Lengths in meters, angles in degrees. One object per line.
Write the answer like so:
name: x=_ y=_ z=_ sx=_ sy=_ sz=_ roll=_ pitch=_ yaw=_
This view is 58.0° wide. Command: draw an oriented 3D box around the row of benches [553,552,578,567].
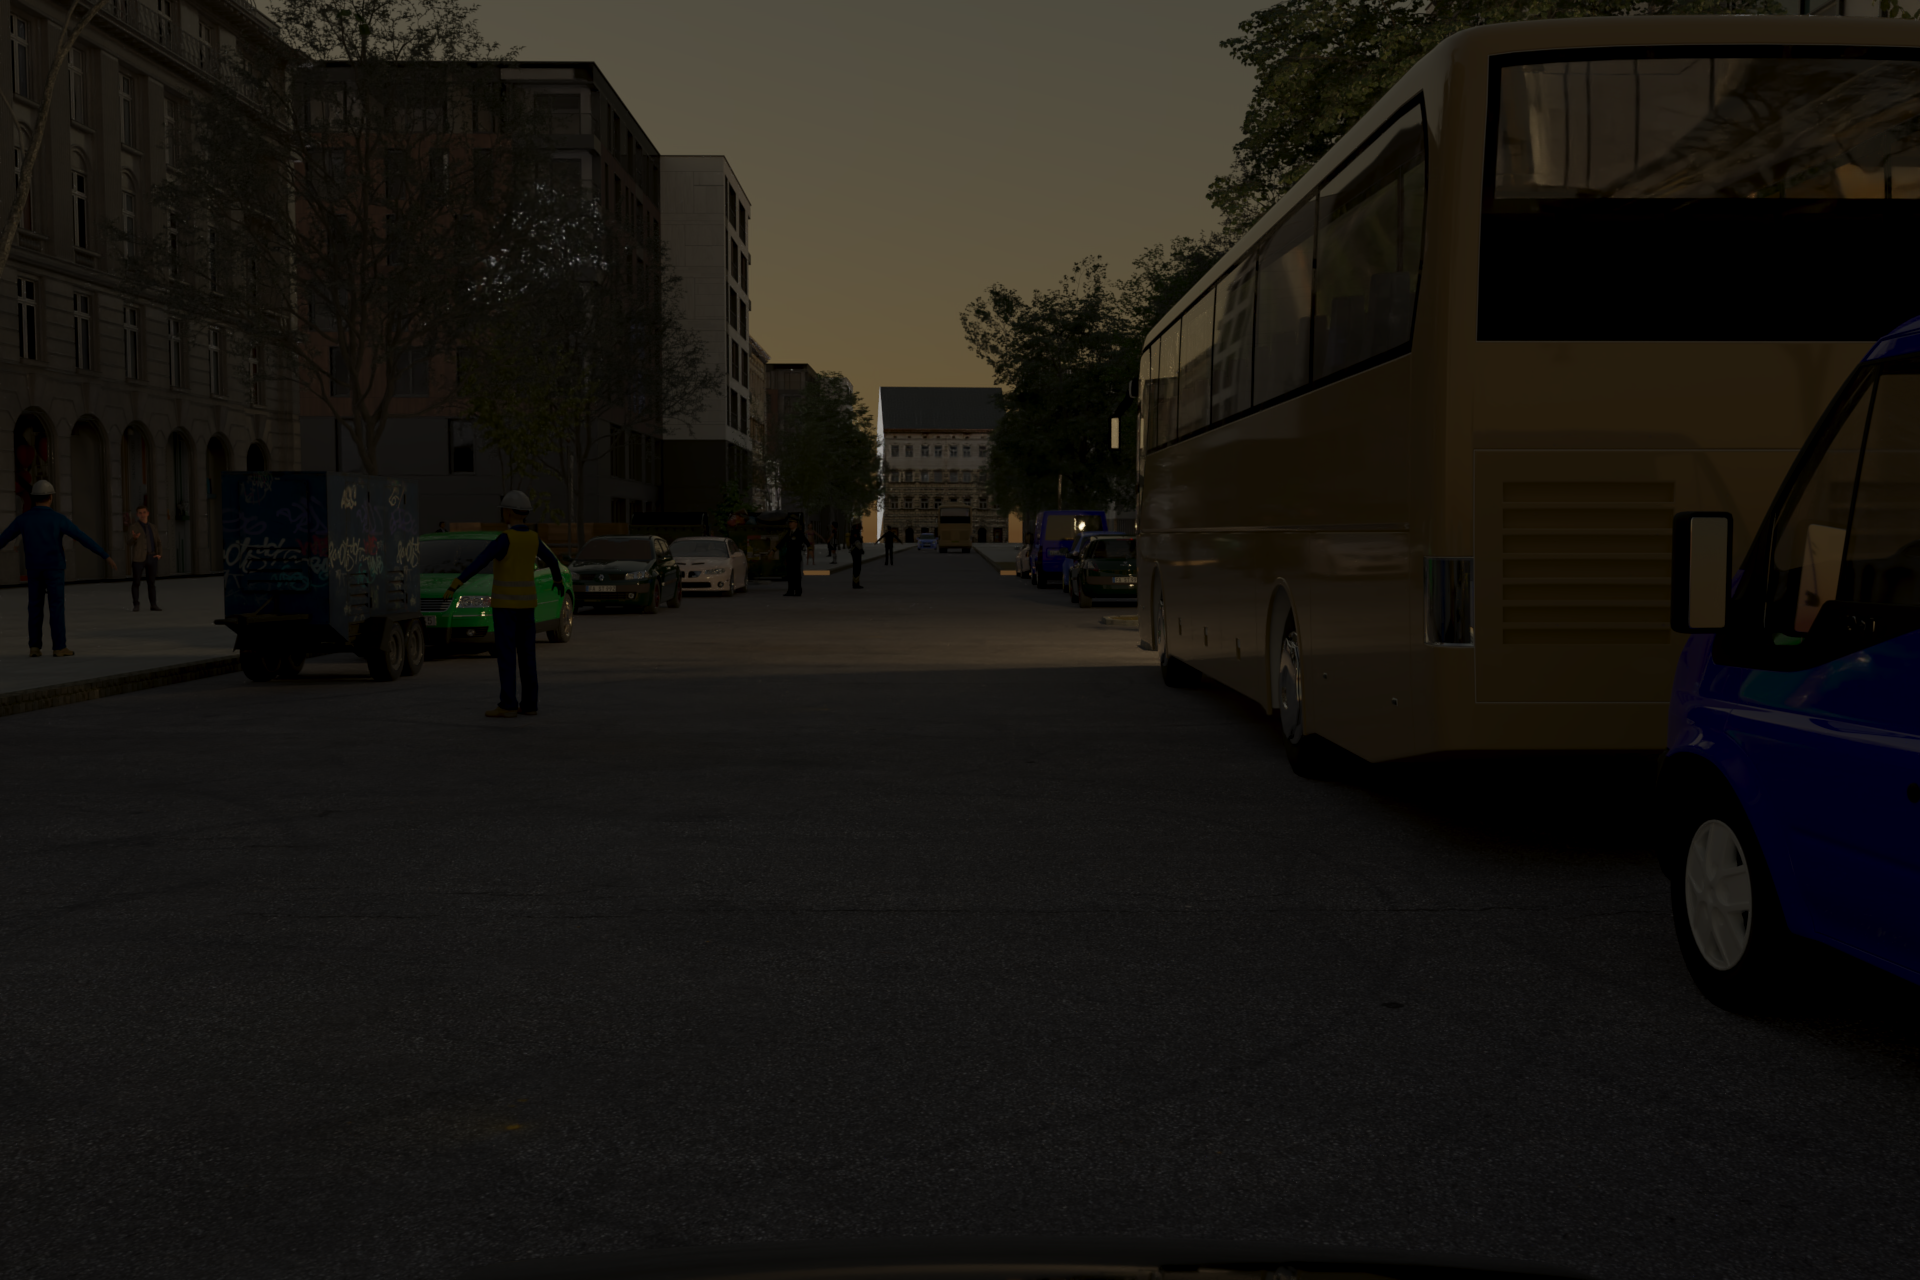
row of benches: x=-15.009 y=-2.849 z=62.042 sx=4.104 sy=0.672 sz=1.422 roll=1 pitch=4 yaw=18

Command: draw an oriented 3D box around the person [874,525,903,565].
person: x=-3.253 y=-4.341 z=79.360 sx=1.347 sy=1.837 sz=0.705 roll=-1 pitch=4 yaw=-13

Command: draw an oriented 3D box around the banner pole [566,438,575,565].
banner pole: x=-10.186 y=-3.385 z=45.360 sx=0.401 sy=3.779 sz=0.863 roll=0 pitch=3 yaw=0

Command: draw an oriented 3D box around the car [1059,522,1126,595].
car: x=3.357 y=-1.942 z=41.344 sx=1.945 sy=1.707 sz=3.694 roll=0 pitch=4 yaw=0

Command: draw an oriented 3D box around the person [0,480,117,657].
person: x=-9.564 y=-0.749 z=18.130 sx=1.347 sy=1.842 sz=0.705 roll=0 pitch=4 yaw=-7

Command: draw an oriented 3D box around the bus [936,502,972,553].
bus: x=-0.432 y=-8.668 z=133.275 sx=2.896 sy=3.916 sz=12.252 roll=0 pitch=4 yaw=-1

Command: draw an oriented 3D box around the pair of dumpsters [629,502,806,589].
pair of dumpsters: x=-6.193 y=-2.409 z=44.336 sx=4.436 sy=2.255 sz=1.574 roll=0 pitch=4 yaw=0

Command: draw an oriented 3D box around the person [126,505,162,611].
person: x=-13.447 y=-1.350 z=28.651 sx=0.617 sy=1.759 sz=0.750 roll=-3 pitch=5 yaw=-40

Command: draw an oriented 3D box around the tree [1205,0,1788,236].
tree: x=8.785 y=-7.470 z=28.782 sx=9.857 sy=13.997 sz=8.962 roll=0 pitch=3 yaw=0

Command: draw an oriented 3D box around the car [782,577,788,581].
car: x=-6.037 y=-2.771 z=54.104 sx=1.959 sy=1.807 sz=4.718 roll=0 pitch=3 yaw=0

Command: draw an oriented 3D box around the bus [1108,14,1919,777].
bus: x=3.126 y=-1.314 z=13.029 sx=2.896 sy=3.916 sz=12.252 roll=0 pitch=4 yaw=0

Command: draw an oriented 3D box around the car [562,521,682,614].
car: x=-6.277 y=-1.373 z=32.237 sx=2.009 sy=1.686 sz=4.222 roll=0 pitch=4 yaw=0

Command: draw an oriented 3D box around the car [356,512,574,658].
car: x=-6.054 y=-0.774 z=21.455 sx=1.959 sy=1.807 sz=4.718 roll=0 pitch=4 yaw=0

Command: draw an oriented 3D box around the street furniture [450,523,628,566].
street furniture: x=-16.689 y=-3.907 z=70.727 sx=11.010 sy=1.723 sz=9.812 roll=3 pitch=4 yaw=36

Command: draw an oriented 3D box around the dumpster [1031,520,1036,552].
dumpster: x=3.066 y=-2.658 z=51.669 sx=1.865 sy=1.857 sz=1.264 roll=0 pitch=3 yaw=0

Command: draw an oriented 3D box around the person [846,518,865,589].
person: x=-2.680 y=-2.277 z=45.470 sx=0.705 sy=1.856 sz=1.354 roll=0 pitch=4 yaw=-8

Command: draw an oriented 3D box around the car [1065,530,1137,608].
car: x=3.158 y=-1.537 z=34.915 sx=2.009 sy=1.686 sz=4.222 roll=0 pitch=4 yaw=0

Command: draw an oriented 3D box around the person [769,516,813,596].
person: x=-3.847 y=-1.925 z=39.873 sx=1.347 sy=1.837 sz=0.705 roll=3 pitch=4 yaw=37

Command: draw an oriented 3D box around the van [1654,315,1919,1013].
van: x=3.204 y=0.057 z=3.450 sx=2.240 sy=2.365 sz=5.245 roll=0 pitch=3 yaw=0

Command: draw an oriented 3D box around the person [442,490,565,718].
person: x=-3.560 y=-0.289 z=13.655 sx=0.721 sy=1.772 sz=1.216 roll=2 pitch=4 yaw=33

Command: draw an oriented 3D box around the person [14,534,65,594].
person: x=-19.826 y=-1.884 z=37.262 sx=1.216 sy=1.778 sz=0.721 roll=1 pitch=4 yaw=11

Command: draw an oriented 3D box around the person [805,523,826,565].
person: x=-6.191 y=-3.981 z=71.894 sx=1.217 sy=1.733 sz=0.721 roll=-1 pitch=4 yaw=-13

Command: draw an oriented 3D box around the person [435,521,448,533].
person: x=-18.695 y=-3.428 z=62.765 sx=0.721 sy=1.740 sz=1.216 roll=3 pitch=5 yaw=43

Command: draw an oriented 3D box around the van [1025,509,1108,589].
van: x=2.945 y=-2.613 z=47.106 sx=2.240 sy=2.365 sz=5.245 roll=0 pitch=4 yaw=0

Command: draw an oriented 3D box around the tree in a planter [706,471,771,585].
tree in a planter: x=-6.429 y=-3.185 z=49.301 sx=1.991 sy=3.239 sz=1.994 roll=0 pitch=4 yaw=0

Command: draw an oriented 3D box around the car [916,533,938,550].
car: x=-2.882 y=-8.773 z=153.027 sx=1.945 sy=1.707 sz=3.694 roll=0 pitch=3 yaw=0

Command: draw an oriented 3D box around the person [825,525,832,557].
person: x=-7.427 y=-5.622 z=98.053 sx=0.705 sy=1.813 sz=1.348 roll=-1 pitch=4 yaw=-14

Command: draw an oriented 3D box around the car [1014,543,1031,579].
car: x=2.850 y=-2.736 z=57.095 sx=2.083 sy=1.381 sz=4.827 roll=0 pitch=4 yaw=-1

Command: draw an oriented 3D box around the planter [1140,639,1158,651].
planter: x=3.302 y=-0.039 z=21.780 sx=1.991 sy=0.319 sz=1.994 roll=0 pitch=4 yaw=0

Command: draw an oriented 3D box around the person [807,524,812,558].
person: x=-7.962 y=-5.216 z=91.460 sx=0.705 sy=1.806 sz=1.347 roll=0 pitch=4 yaw=-4

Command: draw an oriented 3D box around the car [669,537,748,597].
car: x=-6.120 y=-1.753 z=41.021 sx=2.083 sy=1.381 sz=4.827 roll=0 pitch=4 yaw=0

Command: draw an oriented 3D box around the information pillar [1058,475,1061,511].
information pillar: x=3.966 y=-4.746 z=68.953 sx=0.183 sy=3.616 sz=0.504 roll=0 pitch=4 yaw=0

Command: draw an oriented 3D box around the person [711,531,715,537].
person: x=-10.854 y=-4.062 z=75.674 sx=0.991 sy=1.433 sz=0.599 roll=-2 pitch=4 yaw=-28

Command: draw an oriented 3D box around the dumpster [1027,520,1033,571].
dumpster: x=3.024 y=-2.790 z=53.837 sx=1.865 sy=1.857 sz=1.264 roll=0 pitch=4 yaw=0

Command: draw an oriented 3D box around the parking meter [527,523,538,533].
parking meter: x=-9.984 y=-1.947 z=40.240 sx=0.372 sy=1.533 sz=0.369 roll=0 pitch=3 yaw=0

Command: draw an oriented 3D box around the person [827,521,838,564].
person: x=-5.435 y=-4.171 z=74.335 sx=0.704 sy=1.843 sz=1.345 roll=1 pitch=4 yaw=9
